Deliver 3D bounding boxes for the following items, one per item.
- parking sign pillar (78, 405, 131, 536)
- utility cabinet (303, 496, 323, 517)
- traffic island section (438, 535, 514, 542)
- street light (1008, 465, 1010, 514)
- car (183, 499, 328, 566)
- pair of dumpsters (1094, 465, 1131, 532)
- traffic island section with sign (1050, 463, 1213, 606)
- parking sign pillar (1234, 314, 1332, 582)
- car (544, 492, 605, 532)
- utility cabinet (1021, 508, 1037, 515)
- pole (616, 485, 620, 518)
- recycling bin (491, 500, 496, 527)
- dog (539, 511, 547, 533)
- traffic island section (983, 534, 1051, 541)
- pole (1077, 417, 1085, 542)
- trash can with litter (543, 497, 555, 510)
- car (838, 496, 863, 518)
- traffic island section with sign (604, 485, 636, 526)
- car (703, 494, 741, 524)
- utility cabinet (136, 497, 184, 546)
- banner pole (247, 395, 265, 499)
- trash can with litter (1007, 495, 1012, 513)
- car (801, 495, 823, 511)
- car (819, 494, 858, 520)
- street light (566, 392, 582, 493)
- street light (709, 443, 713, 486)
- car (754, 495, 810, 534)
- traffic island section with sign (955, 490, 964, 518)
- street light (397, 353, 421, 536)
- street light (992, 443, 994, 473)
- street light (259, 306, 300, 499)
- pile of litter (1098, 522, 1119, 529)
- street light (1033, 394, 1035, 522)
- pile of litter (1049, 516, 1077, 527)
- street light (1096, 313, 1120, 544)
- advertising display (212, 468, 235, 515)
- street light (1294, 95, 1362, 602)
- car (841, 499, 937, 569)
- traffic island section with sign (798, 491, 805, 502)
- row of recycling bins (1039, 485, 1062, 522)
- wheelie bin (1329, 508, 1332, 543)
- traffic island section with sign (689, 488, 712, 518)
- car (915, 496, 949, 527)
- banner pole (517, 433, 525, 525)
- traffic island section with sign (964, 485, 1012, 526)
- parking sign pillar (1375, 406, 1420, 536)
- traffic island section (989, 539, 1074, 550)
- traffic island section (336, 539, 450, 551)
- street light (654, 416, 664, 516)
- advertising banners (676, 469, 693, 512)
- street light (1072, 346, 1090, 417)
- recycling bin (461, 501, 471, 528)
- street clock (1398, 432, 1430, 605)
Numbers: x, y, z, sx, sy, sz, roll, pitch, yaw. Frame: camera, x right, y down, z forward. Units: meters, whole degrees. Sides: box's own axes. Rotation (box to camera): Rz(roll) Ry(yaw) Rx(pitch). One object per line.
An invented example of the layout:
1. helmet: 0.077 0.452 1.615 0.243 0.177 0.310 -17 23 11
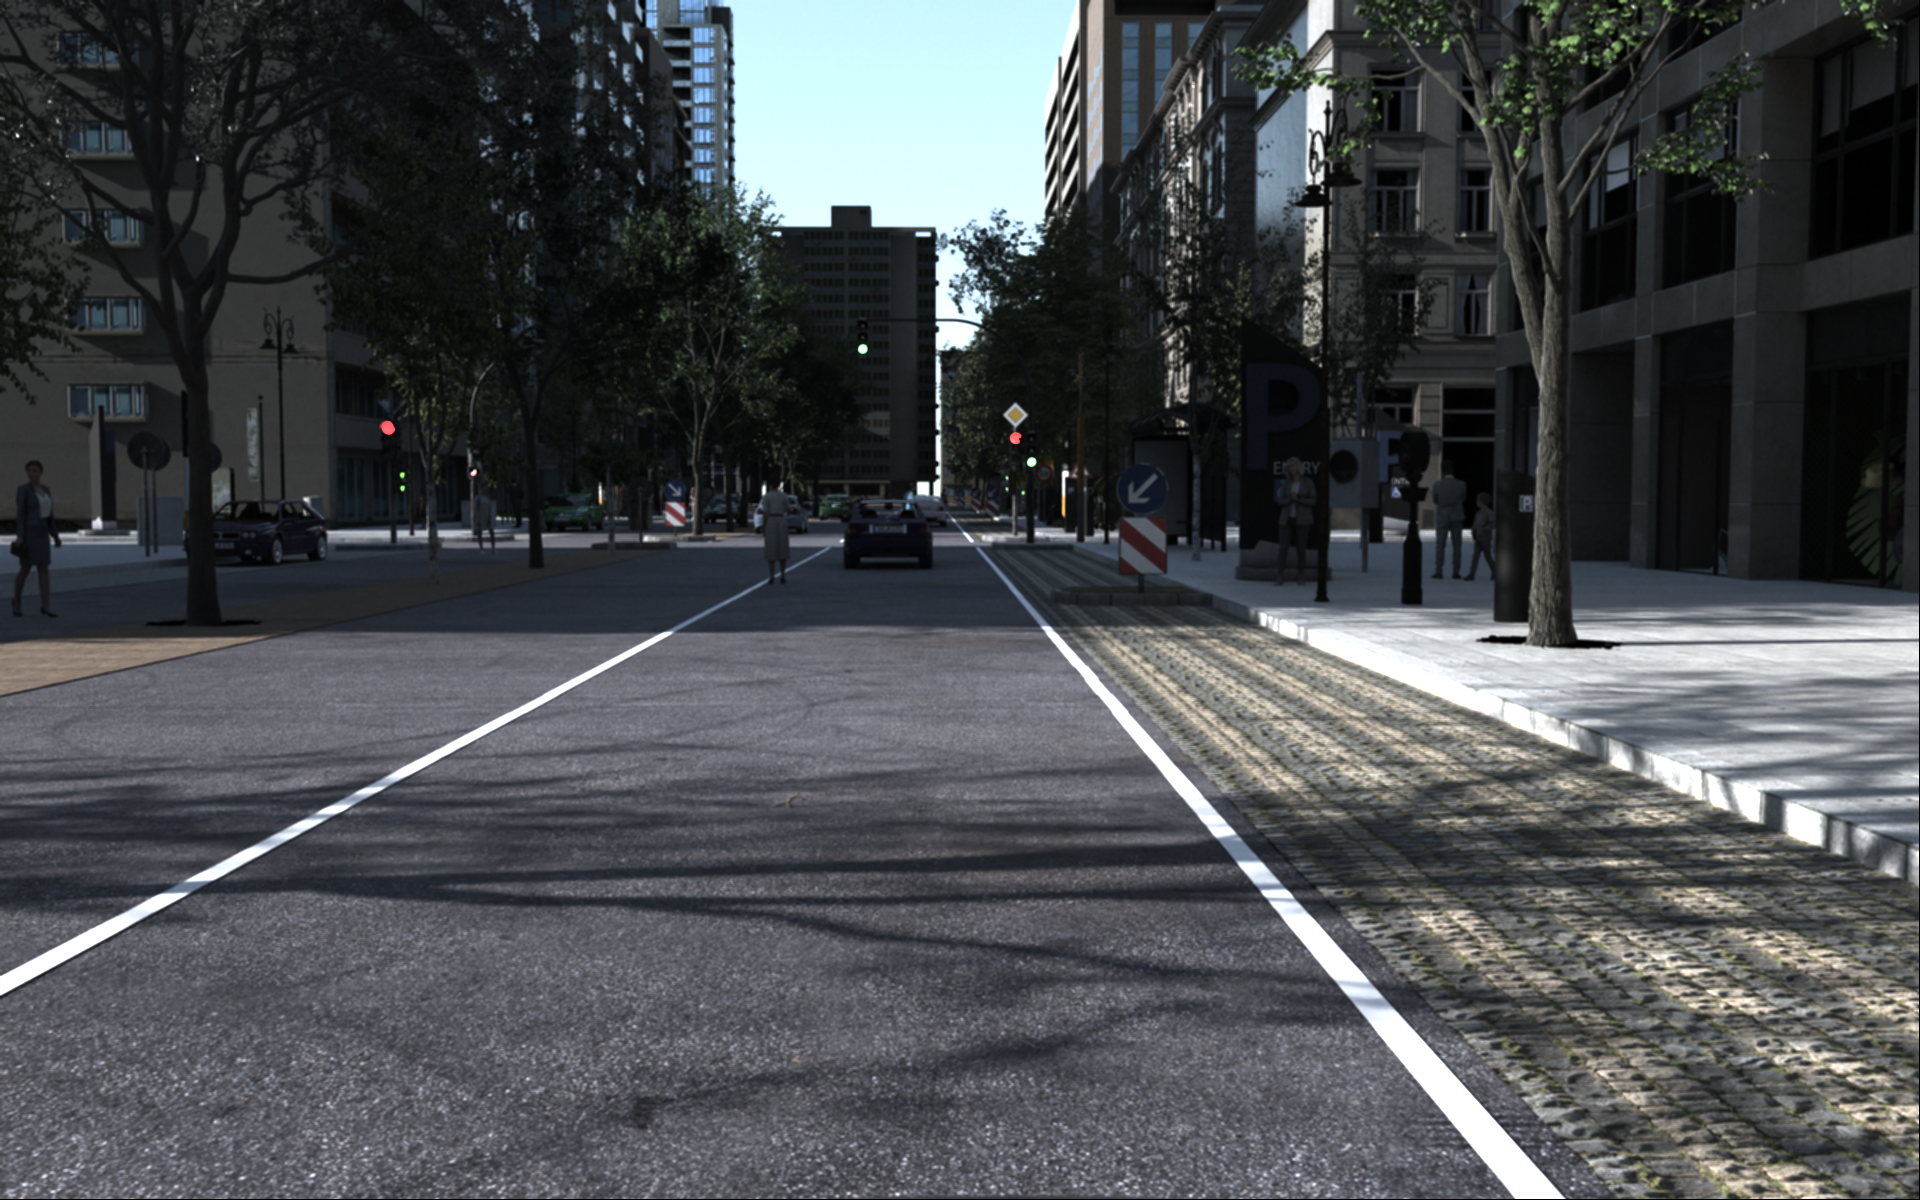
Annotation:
1. parking sign pillar: -26.383 -3.965 53.297 1.447 3.967 1.447 -3 4 -39
2. utility cabinet: -16.969 -2.095 45.420 0.306 1.237 1.020 -2 4 -31
3. traffic island section: -14.822 -1.871 52.864 2.009 0.180 2.903 0 4 -1
4. street light: 2.935 -8.020 103.911 0.468 5.910 1.993 0 4 -1
5. car: -14.442 -1.410 35.640 1.945 1.354 3.894 0 4 -1
6. pair of dumpsters: 5.558 -3.583 61.078 1.574 2.255 4.437 0 4 -1
7. traffic island section with sign: 2.223 -0.879 23.002 1.989 1.847 2.006 0 4 -1
8. parking sign pillar: 4.857 -2.290 25.918 1.447 3.967 1.447 0 4 6
9. car: -14.917 -3.553 66.882 1.959 1.807 4.718 0 4 -1
10. utility cabinet: 4.362 -5.975 108.861 1.020 1.237 0.306 2 4 27
11. pole: -18.093 -5.980 91.615 0.158 3.312 0.155 0 3 0
12. recycling bin: -18.735 -3.416 68.409 0.722 1.027 0.722 -1 4 -22
13. dog: -15.543 -2.887 64.033 0.513 0.831 0.800 1 4 22
14. traffic island section: 1.717 -1.887 53.136 2.009 0.180 2.903 0 4 -1
15. pole: 3.213 -3.194 46.065 0.158 3.312 0.155 0 3 0
16. trash can with litter: -18.471 -4.060 77.775 0.624 1.170 1.055 -1 4 -22
17. car: -6.514 -5.665 105.199 1.945 1.354 3.894 0 4 -1
18. traffic island section with sign: -14.924 -4.240 77.951 1.989 1.847 2.006 0 4 -1
19. car: -11.598 -4.523 85.749 2.131 1.459 4.920 0 4 -1
20. utility cabinet: -19.899 -1.953 43.093 1.020 1.237 0.306 -3 4 -38
21. banner pole: -17.829 -3.297 43.924 0.863 3.779 0.401 3 4 36
22. trash can with litter: 3.471 -6.529 117.809 2.233 1.210 1.678 2 4 33
23. car: -12.398 -8.092 144.890 1.945 1.354 3.894 0 4 -2
24. car: -6.732 -5.118 95.476 2.131 1.459 4.920 0 4 0
25. street light: -17.215 -6.393 77.314 0.468 5.910 1.993 0 4 -1
26. street light: -18.067 -9.329 125.309 0.468 5.910 1.993 0 4 -1
27. car: -6.506 -3.130 63.184 2.014 1.417 4.499 0 4 -2
28. traffic island section with sign: 0.848 -5.914 105.328 1.989 1.847 2.006 0 4 -1
29. street light: -16.948 -4.929 53.382 0.468 5.910 1.993 0 4 -1
30. street light: 2.445 -9.483 127.840 0.468 5.910 1.993 0 4 -1
31. street light: -16.776 -4.283 42.822 0.468 5.910 1.993 0 4 -1
32. pile of litter: 5.458 -3.079 64.304 1.176 0.858 1.719 0 4 7
33. street light: 3.293 -6.436 78.012 0.468 5.910 1.993 0 4 -1
34. pile of litter: 4.007 -3.268 67.391 1.176 0.858 1.719 3 5 41
35. street light: 3.775 -4.381 44.423 0.468 5.910 1.993 0 4 -1
36. advertising display: -18.126 -2.279 42.474 0.974 1.923 0.123 2 4 32
37. street light: 4.318 -2.918 20.495 0.468 5.910 1.993 0 4 -1
38. car: -1.424 -1.349 34.637 1.945 1.354 3.894 0 4 -2
39. traffic island section with sign: -16.676 -10.654 182.820 1.989 1.847 2.006 0 4 -1
40. row of recycling bins: 4.538 -4.606 82.422 1.069 1.692 3.534 1 4 16
41. wheelie bin: 9.365 -2.301 45.529 0.980 1.594 0.693 3 5 40
42. traffic island section with sign: -15.382 -5.911 105.277 1.989 1.847 2.006 0 4 -1
43. car: -1.539 -3.927 76.565 2.083 1.381 4.827 0 4 -1
44. banner pole: -18.036 -4.946 70.885 0.401 3.779 0.863 0 4 -3
45. traffic island section with sign: 1.310 -4.240 77.950 1.989 1.847 2.006 0 4 -1
46. parking sign pillar: 13.369 -3.949 53.043 1.447 3.967 1.447 1 4 9
47. traffic island section: 1.851 -1.399 45.152 2.009 0.180 2.903 0 4 -1
48. traffic island section: -14.688 -1.382 44.880 2.009 0.180 2.903 0 4 -1
49. street light: -17.597 -7.857 101.245 0.468 5.910 1.993 0 4 -1
50. advertising banners: -19.598 -7.799 123.707 0.090 3.025 2.074 2 4 29
51. street light: 3.773 -4.972 54.083 0.468 5.910 1.993 0 4 -1
52. recycling bin: -18.731 -3.314 66.731 0.722 1.027 0.722 1 4 10
53. street clock: 5.267 -0.952 20.133 0.358 2.002 0.471 0 4 -4
